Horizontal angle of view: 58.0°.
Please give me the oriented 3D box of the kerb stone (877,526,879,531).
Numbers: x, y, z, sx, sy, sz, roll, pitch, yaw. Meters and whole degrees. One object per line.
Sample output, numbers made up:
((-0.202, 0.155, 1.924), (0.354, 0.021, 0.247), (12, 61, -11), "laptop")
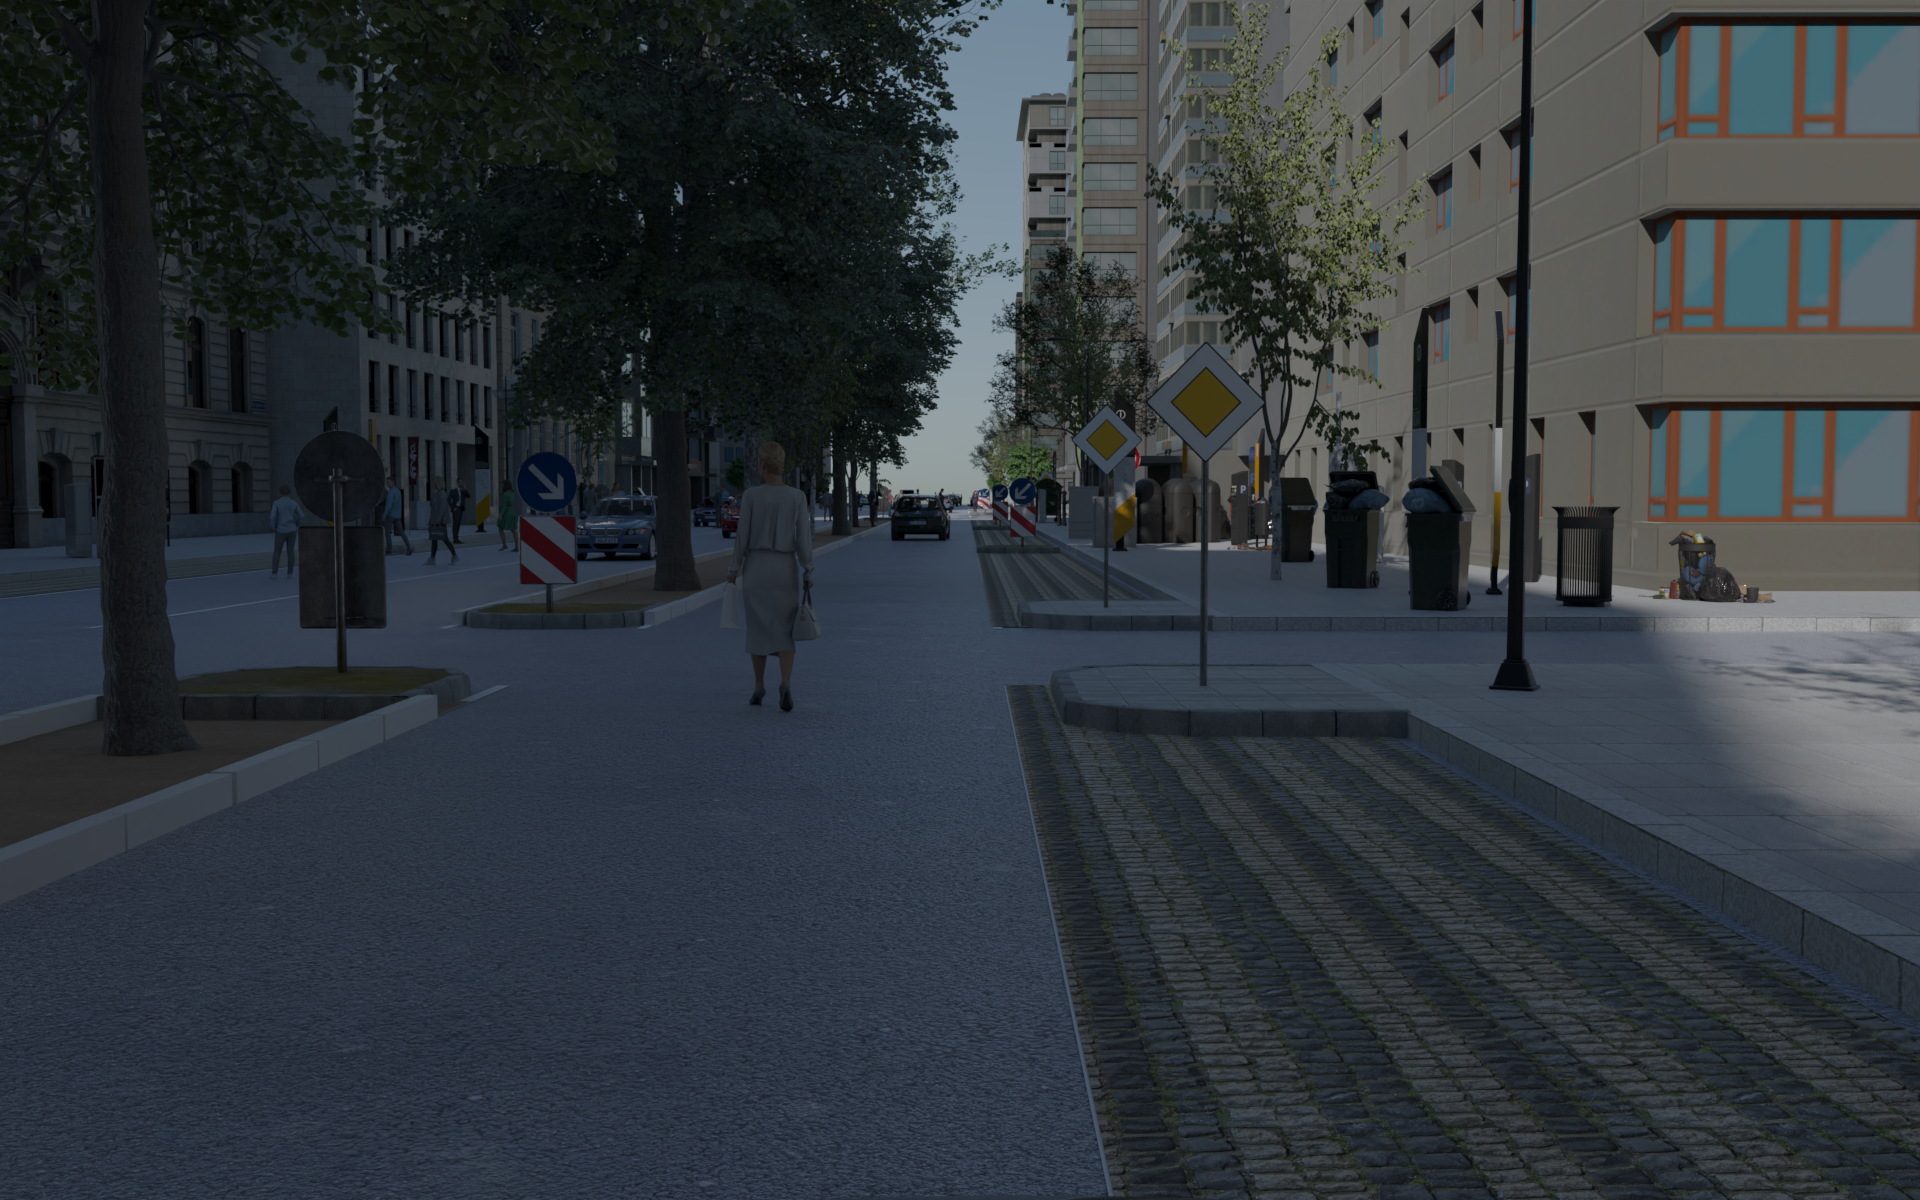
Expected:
((-3.248, -2.647, 65.467), (0.120, 0.150, 1.000), (0, 4, 0), "kerb stone")

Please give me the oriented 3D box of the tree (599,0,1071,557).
((-3.445, -10.959, 37.533), (12.611, 20.169, 13.585), (0, 3, 0), "tree")

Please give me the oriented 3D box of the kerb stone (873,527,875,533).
((-3.255, -2.459, 62.401), (0.120, 0.150, 1.000), (0, 4, 0), "kerb stone")

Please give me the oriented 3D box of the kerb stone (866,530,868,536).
((-3.266, -2.208, 58.303), (0.120, 0.150, 1.000), (0, 4, 0), "kerb stone")

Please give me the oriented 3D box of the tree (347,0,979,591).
((-4.189, -7.098, 25.161), (9.857, 13.997, 8.962), (0, 3, 0), "tree")

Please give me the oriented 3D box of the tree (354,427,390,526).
((-17.363, -3.400, 50.188), (1.663, 3.219, 1.824), (0, 3, 0), "tree")

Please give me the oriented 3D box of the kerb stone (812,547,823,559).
((-3.314, -1.071, 39.847), (0.120, 0.150, 1.000), (0, 4, 0), "kerb stone")

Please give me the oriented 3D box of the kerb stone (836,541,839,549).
((-3.303, -1.390, 44.965), (0.120, 0.150, 1.000), (0, 4, 0), "kerb stone")

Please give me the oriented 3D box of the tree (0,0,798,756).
((-4.420, -5.396, 8.803), (7.486, 12.596, 7.792), (0, 3, 0), "tree")

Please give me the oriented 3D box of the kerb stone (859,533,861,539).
((-3.276, -1.954, 54.206), (0.120, 0.150, 1.000), (0, 4, 0), "kerb stone")

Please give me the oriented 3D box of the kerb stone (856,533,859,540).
((-3.278, -1.894, 53.178), (0.120, 0.150, 1.000), (0, 4, 0), "kerb stone")

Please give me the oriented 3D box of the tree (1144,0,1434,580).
((4.712, -4.590, 25.412), (4.737, 8.622, 4.395), (0, 3, 0), "tree")

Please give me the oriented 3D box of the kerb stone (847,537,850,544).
((-3.290, -1.644, 49.068), (0.120, 0.150, 1.000), (0, 4, 0), "kerb stone")

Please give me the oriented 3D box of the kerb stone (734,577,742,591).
((-3.358, -0.203, 25.507), (0.120, 0.150, 1.000), (0, 4, 0), "kerb stone")

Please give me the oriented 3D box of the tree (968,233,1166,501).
((4.272, -7.829, 62.420), (7.601, 10.594, 8.767), (0, 4, 6), "tree")

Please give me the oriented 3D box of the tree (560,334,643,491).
((-16.125, -7.670, 75.772), (4.737, 8.622, 4.395), (0, 3, 0), "tree")

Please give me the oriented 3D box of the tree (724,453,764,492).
((-16.766, -9.260, 135.118), (4.285, 4.588, 4.351), (0, 3, 0), "tree")

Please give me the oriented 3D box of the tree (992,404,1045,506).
((4.288, -11.087, 131.632), (4.360, 8.622, 3.978), (0, 3, 0), "tree")

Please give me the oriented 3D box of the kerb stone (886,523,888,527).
((-3.221, -3.085, 72.643), (0.120, 0.150, 1.000), (0, 4, 0), "kerb stone")

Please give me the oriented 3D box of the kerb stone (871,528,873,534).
((-3.252, -2.388, 61.379), (0.120, 0.150, 1.000), (0, 4, 0), "kerb stone")

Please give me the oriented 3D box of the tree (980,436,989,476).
((4.210, -13.059, 163.871), (4.737, 8.622, 4.395), (0, 3, 0), "tree")

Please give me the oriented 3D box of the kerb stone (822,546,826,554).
((-3.319, -1.140, 40.868), (0.120, 0.150, 1.000), (0, 4, 0), "kerb stone")

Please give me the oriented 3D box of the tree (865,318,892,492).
((-4.226, -6.960, 66.610), (4.360, 8.622, 3.978), (0, 3, 0), "tree")

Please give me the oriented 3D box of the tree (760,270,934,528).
((-4.605, -8.901, 73.749), (9.928, 11.665, 9.643), (0, 3, 0), "tree")

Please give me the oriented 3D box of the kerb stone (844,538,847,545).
((-3.298, -1.581, 48.046), (0.120, 0.150, 1.000), (0, 4, 0), "kerb stone")

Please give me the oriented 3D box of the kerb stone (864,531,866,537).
((-3.265, -2.136, 57.272), (0.120, 0.150, 1.000), (0, 4, 0), "kerb stone")

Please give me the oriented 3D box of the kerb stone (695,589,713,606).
((-3.363, -0.012, 22.436), (0.120, 0.150, 1.000), (0, 4, 0), "kerb stone")

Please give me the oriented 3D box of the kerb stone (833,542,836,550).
((-3.308, -1.330, 43.943), (0.120, 0.150, 1.000), (0, 4, 0), "kerb stone")

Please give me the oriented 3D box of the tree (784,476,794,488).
((-16.228, -10.030, 158.593), (1.663, 3.219, 1.824), (0, 3, 0), "tree")

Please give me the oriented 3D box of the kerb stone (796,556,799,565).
((-3.325, -0.890, 36.778), (0.120, 0.150, 1.000), (0, 4, 0), "kerb stone")

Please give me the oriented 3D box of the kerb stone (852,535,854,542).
((-3.285, -1.766, 51.126), (0.120, 0.150, 1.000), (0, 4, 0), "kerb stone")

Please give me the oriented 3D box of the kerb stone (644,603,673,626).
((-3.378, 0.174, 19.357), (0.120, 0.150, 1.000), (0, 4, 0), "kerb stone")

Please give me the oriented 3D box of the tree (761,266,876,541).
((-4.470, -6.068, 52.032), (4.737, 8.622, 4.395), (0, 3, 0), "tree")

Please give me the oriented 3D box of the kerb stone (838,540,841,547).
((-3.310, -1.455, 45.987), (0.120, 0.150, 1.000), (0, 4, 0), "kerb stone")

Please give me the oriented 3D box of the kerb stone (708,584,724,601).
((-3.361, -0.077, 23.460), (0.120, 0.150, 1.000), (0, 4, 0), "kerb stone")

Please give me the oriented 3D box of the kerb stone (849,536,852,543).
((-3.293, -1.705, 50.096), (0.120, 0.150, 1.000), (0, 4, 0), "kerb stone")

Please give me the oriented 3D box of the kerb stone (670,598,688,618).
((-3.369, 0.111, 20.385), (0.120, 0.150, 1.000), (0, 4, 0), "kerb stone")

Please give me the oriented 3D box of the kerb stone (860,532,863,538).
((-3.267, -2.020, 55.228), (0.120, 0.150, 1.000), (0, 4, 0), "kerb stone")

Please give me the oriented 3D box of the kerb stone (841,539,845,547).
((-3.292, -1.518, 47.017), (0.120, 0.150, 1.000), (0, 4, 0), "kerb stone")

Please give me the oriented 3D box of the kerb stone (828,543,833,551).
((-3.308, -1.268, 42.921), (0.120, 0.150, 1.000), (0, 4, 0), "kerb stone")

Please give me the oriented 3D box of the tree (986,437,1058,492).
((3.974, -7.007, 98.284), (4.285, 4.588, 4.351), (0, 3, 0), "tree")

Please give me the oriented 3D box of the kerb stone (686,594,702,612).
((-3.359, 0.056, 21.414), (0.120, 0.150, 1.000), (0, 4, 0), "kerb stone")

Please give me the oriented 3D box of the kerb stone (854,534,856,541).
((-3.288, -1.832, 52.148), (0.120, 0.150, 1.000), (0, 4, 0), "kerb stone")

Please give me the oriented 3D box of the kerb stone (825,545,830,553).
((-3.313, -1.201, 41.893), (0.120, 0.150, 1.000), (0, 4, 0), "kerb stone")

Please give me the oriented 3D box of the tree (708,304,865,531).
((-4.757, -5.727, 46.458), (4.360, 8.622, 3.978), (0, 3, 0), "tree")

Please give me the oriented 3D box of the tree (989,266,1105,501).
((3.893, -6.426, 55.434), (4.737, 8.622, 4.395), (0, 3, 0), "tree")

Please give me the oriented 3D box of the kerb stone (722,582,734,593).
((-3.360, -0.140, 24.485), (0.120, 0.150, 1.000), (0, 4, 0), "kerb stone")

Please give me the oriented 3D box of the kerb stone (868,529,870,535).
((-3.270, -2.271, 59.332), (0.120, 0.150, 1.000), (0, 4, 0), "kerb stone")

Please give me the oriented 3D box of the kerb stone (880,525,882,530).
((-3.232, -2.771, 67.518), (0.120, 0.150, 1.000), (0, 4, 0), "kerb stone")

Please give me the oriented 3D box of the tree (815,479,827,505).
((-16.211, -12.873, 205.080), (1.663, 3.219, 1.824), (0, 3, 0), "tree")
